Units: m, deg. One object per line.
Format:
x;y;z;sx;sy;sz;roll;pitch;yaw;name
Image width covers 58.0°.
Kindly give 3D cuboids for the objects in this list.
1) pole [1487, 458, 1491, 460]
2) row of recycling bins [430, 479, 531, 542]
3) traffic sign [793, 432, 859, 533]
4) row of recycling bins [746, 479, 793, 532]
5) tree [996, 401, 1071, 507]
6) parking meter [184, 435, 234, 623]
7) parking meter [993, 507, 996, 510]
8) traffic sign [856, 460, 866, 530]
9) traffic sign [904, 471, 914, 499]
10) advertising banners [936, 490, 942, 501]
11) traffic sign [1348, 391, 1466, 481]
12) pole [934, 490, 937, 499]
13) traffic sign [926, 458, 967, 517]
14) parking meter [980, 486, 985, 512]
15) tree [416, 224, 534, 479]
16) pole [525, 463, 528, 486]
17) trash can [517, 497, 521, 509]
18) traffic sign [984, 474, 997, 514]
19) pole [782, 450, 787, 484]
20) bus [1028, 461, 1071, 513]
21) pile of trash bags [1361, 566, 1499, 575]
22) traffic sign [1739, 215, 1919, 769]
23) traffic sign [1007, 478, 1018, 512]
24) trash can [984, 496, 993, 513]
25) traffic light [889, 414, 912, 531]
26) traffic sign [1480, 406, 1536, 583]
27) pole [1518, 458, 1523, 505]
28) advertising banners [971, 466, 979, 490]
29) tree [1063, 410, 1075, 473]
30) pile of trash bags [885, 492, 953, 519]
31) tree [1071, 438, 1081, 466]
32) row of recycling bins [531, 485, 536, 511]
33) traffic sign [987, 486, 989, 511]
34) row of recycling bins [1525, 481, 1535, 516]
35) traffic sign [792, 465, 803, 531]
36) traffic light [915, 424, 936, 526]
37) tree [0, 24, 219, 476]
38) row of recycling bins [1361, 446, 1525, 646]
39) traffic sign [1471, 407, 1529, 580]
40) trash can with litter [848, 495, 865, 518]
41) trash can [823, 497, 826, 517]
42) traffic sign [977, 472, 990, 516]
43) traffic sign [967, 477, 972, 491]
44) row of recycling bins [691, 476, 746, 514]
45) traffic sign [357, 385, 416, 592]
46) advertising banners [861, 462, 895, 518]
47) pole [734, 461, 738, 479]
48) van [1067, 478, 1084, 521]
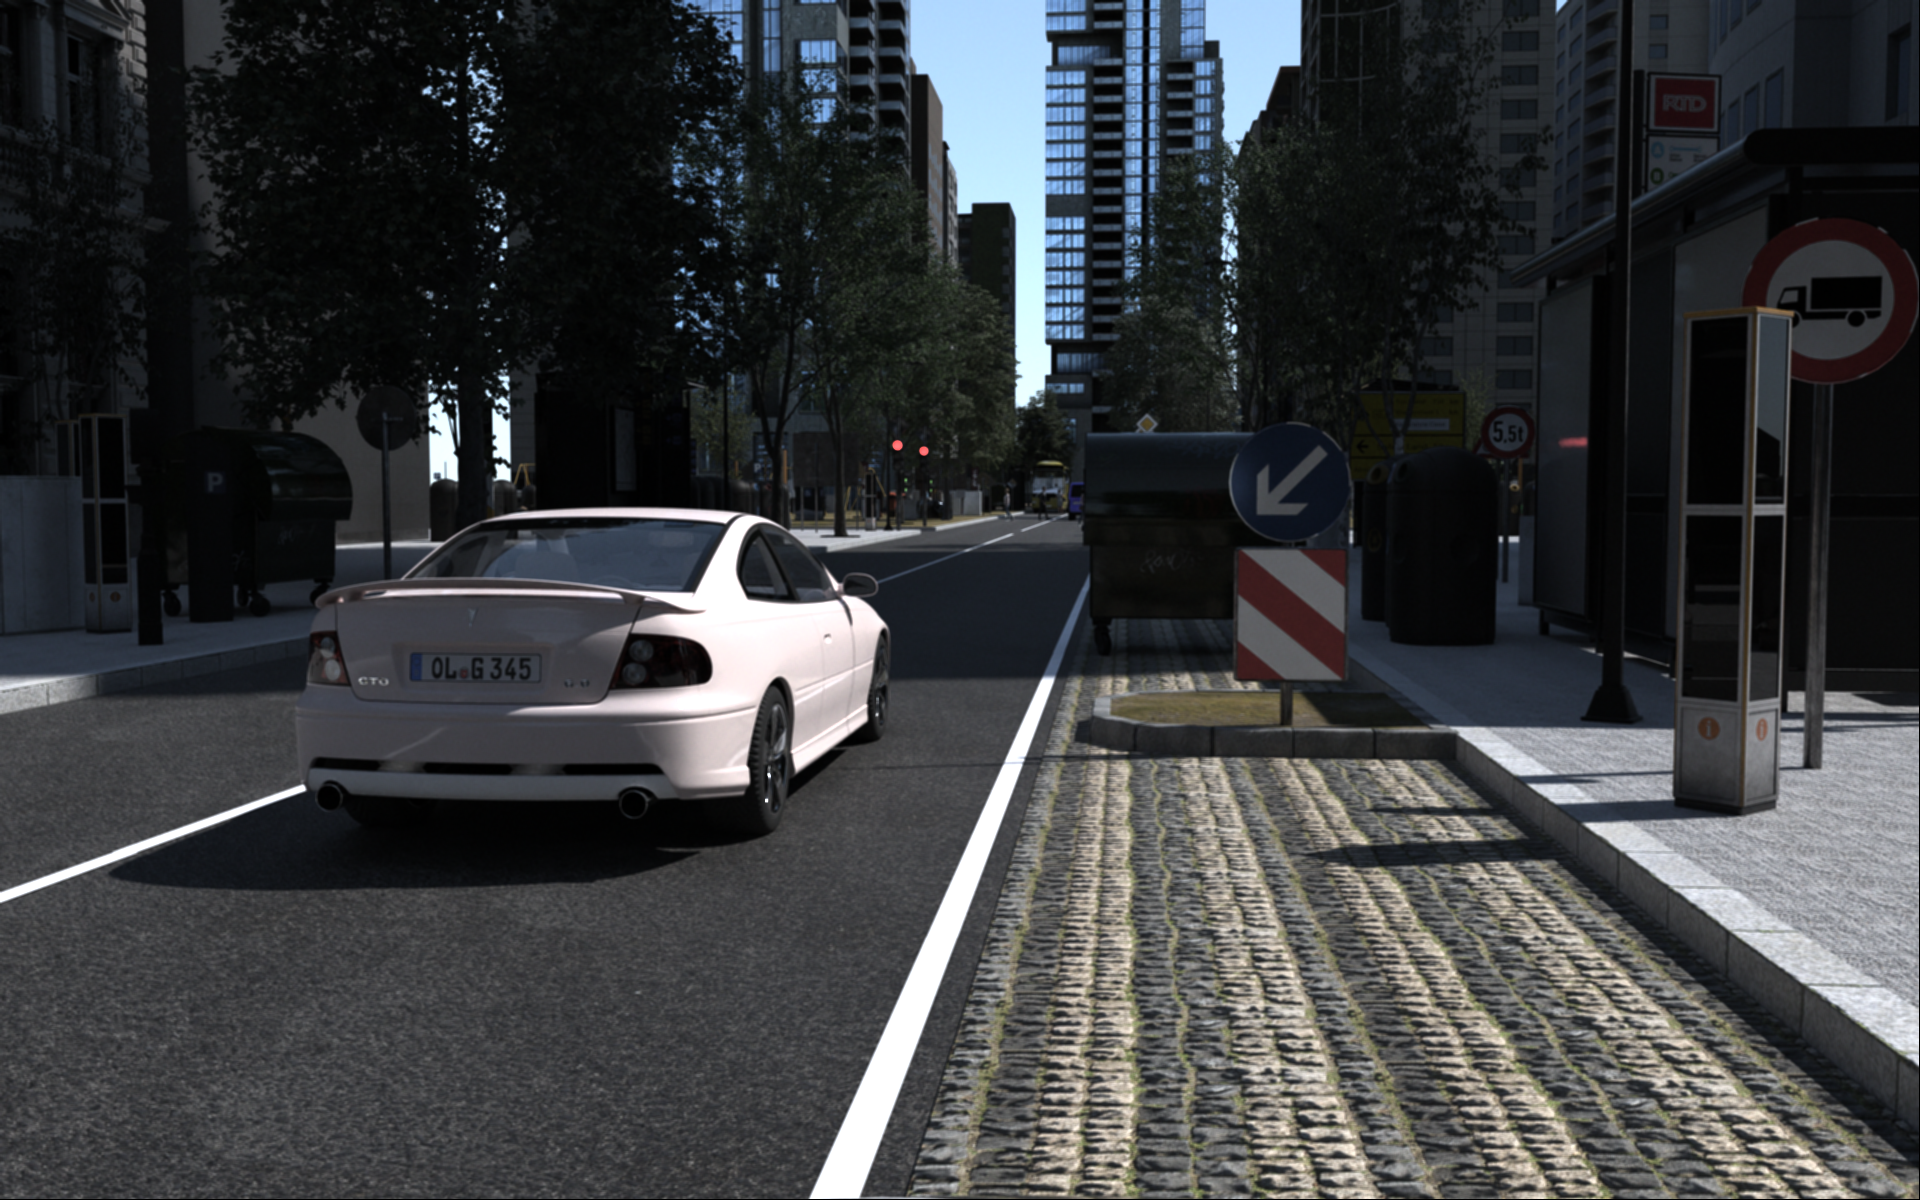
27.369;-5.865;89.732;0.158;3.312;0.155;0;3;0;pole
-13.364;-2.494;47.897;1.069;1.692;3.534;1;4;18;row of recycling bins
-4.456;-3.886;57.410;2.265;3.308;0.079;1;4;13;traffic sign
-5.866;-2.554;48.863;1.069;1.692;3.534;1;4;14;row of recycling bins
6.594;-14.663;174.160;7.601;10.594;8.767;1;4;11;tree
-7.520;-0.714;17.382;0.255;1.863;0.399;3;4;37;parking meter
2.680;-7.962;138.585;0.372;1.533;0.369;0;3;0;parking meter
-3.623;-3.736;61.080;0.884;2.594;0.081;0;4;6;traffic sign
-2.852;-5.726;93.733;0.768;2.556;0.104;1;4;11;traffic sign
-0.863;-8.277;131.515;2.074;3.025;0.090;1;4;15;advertising banners
8.844;-2.475;34.345;2.265;3.308;0.079;0;4;6;traffic sign
-1.592;-7.236;112.146;0.158;3.312;0.155;0;3;0;pole
-0.765;-6.273;96.441;2.265;3.308;0.079;0;4;8;traffic sign
1.576;-7.160;122.769;0.399;1.863;0.255;3;5;42;parking meter
-10.305;-5.188;35.184;4.737;8.622;4.395;0;3;0;tree
-28.612;-7.373;114.398;0.158;3.312;0.155;0;3;0;pole
-21.767;-4.534;85.780;0.748;1.137;0.748;0;3;0;trash can
1.916;-6.714;109.785;0.884;2.594;0.081;0;4;7;traffic sign
-8.103;-5.272;80.039;0.158;3.312;0.155;0;3;0;pole
6.986;-8.613;132.365;2.896;3.916;12.252;0;4;6;bus
8.115;-1.178;29.005;1.912;1.369;3.447;0;4;-7;pile of trash bags
3.994;-0.485;8.037;0.768;2.556;0.104;1;4;12;traffic sign
3.791;-7.589;125.270;0.795;2.450;0.064;1;4;11;traffic sign
2.262;-7.492;134.145;0.748;1.137;0.748;0;3;0;trash can
-2.131;-4.391;60.712;0.839;4.253;0.868;0;4;5;traffic light
7.907;-1.526;25.048;0.768;2.556;0.104;1;4;12;traffic sign
28.106;-5.693;86.931;0.158;3.312;0.155;0;3;0;pole
0.215;-6.920;109.336;2.074;3.025;0.090;1;4;13;advertising banners
8.726;-16.455;187.158;7.486;12.596;7.792;0;3;0;tree
-2.175;-4.878;89.501;3.447;1.369;1.912;-1;4;-16;pile of trash bags
10.304;-16.663;206.859;8.767;10.594;7.601;0;4;6;tree
-18.492;-4.446;79.798;3.534;1.692;1.069;-3;5;-42;row of recycling bins
2.153;-7.942;129.852;0.884;2.594;0.081;1;4;10;traffic sign
18.086;-2.810;53.064;3.534;1.692;1.069;0;4;6;row of recycling bins
-5.531;-3.705;60.677;0.768;2.556;0.104;1;4;15;traffic sign
-1.378;-4.877;68.661;0.839;4.253;0.868;0;4;5;traffic light
-14.184;-4.741;27.883;4.360;8.622;3.978;0;3;0;tree
4.401;-0.560;16.273;1.069;1.692;3.534;1;4;8;row of recycling bins
8.049;-1.586;25.939;0.884;2.594;0.081;0;4;8;traffic sign
-5.181;-4.965;92.240;1.678;1.210;2.233;-1;4;-18;trash can with litter
-7.736;-5.130;95.528;0.748;1.137;0.748;0;3;0;trash can
1.354;-6.186;101.250;0.768;2.556;0.104;1;4;10;traffic sign
0.638;-8.121;132.885;0.768;2.556;0.104;1;4;11;traffic sign
-5.919;-1.978;39.450;1.069;1.692;3.534;0;4;7;row of recycling bins
-6.731;-1.236;20.316;0.768;2.556;0.104;1;4;13;traffic sign
-4.481;-6.024;94.679;2.074;3.025;0.090;0;4;4;advertising banners
-13.796;-6.906;106.763;0.158;3.312;0.155;0;3;0;pole
6.989;-5.570;95.448;2.240;2.365;5.245;0;4;6;van
